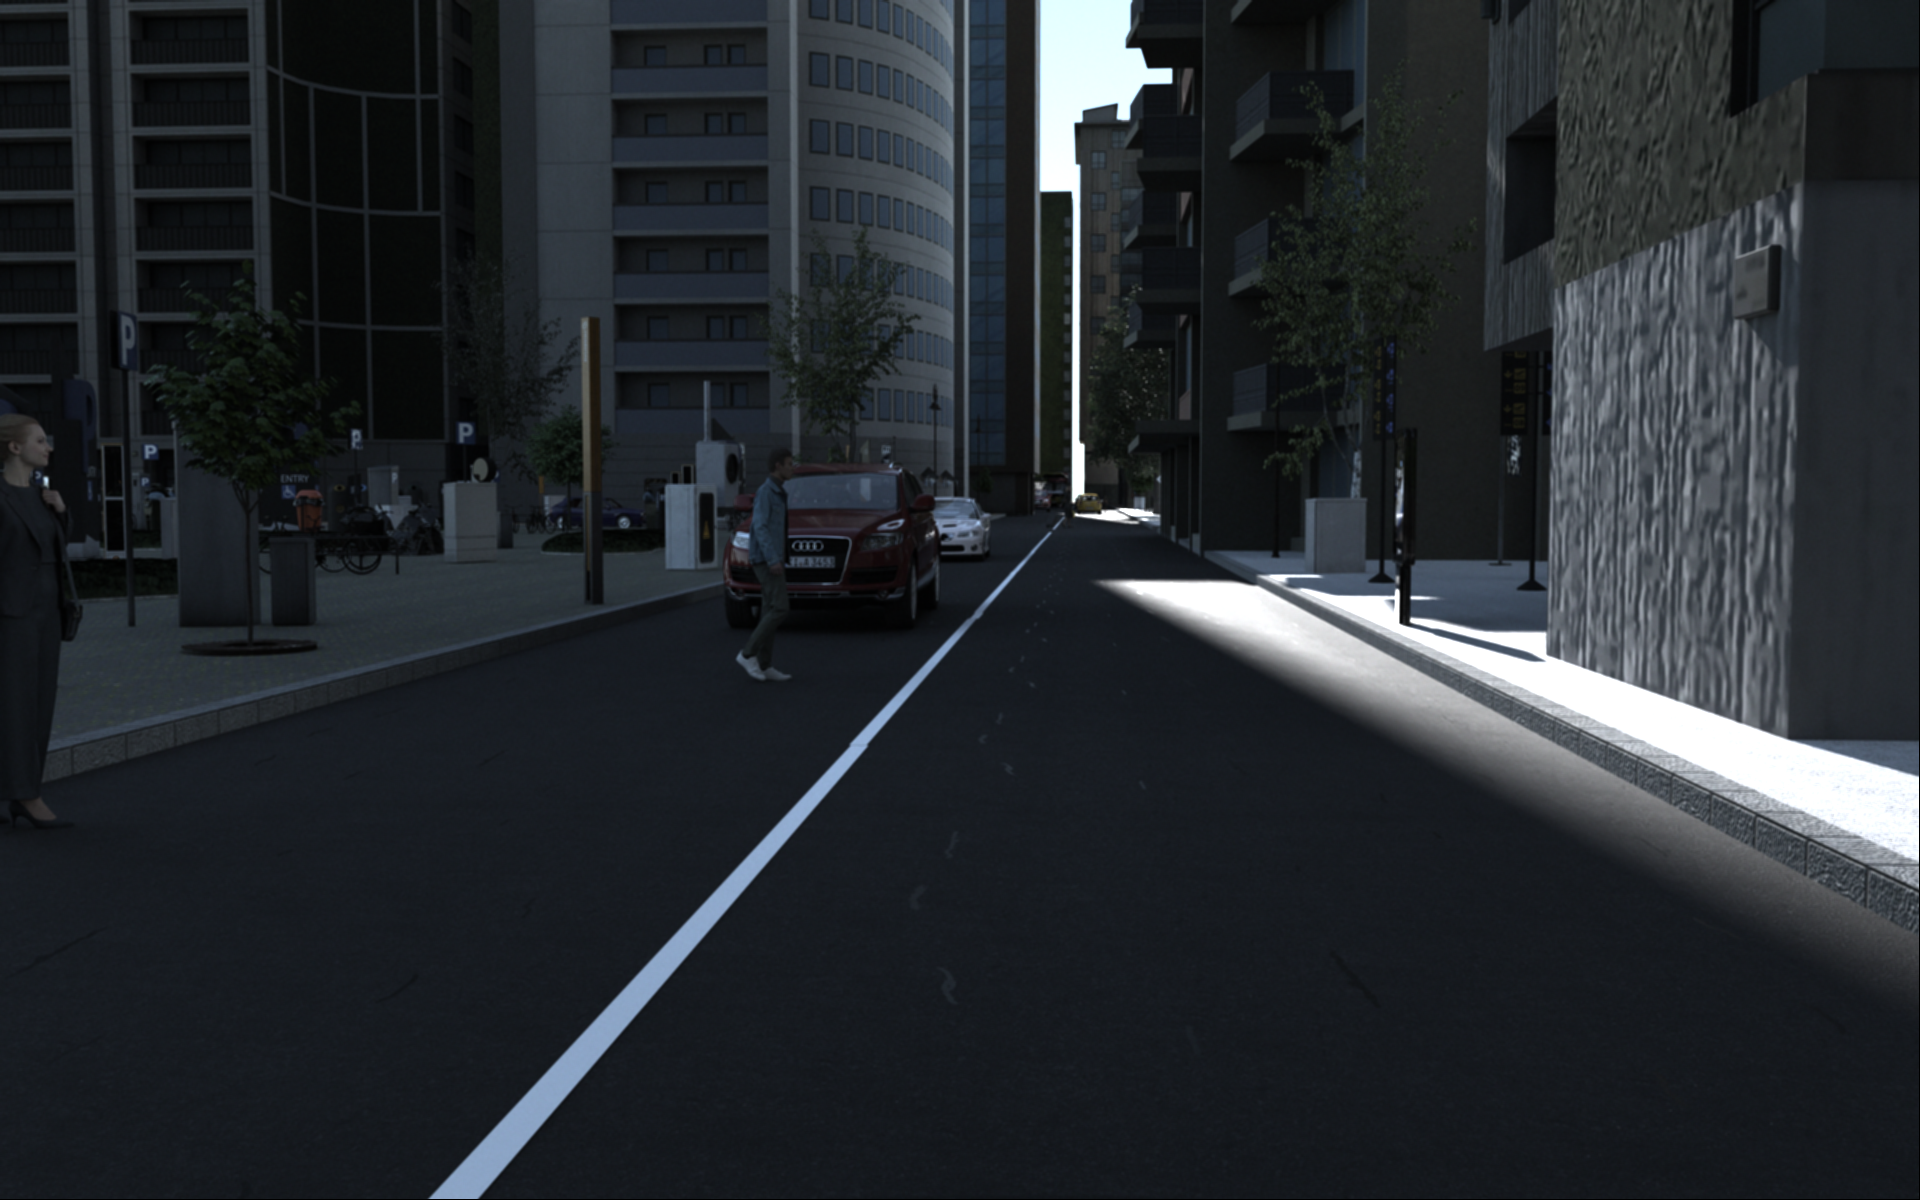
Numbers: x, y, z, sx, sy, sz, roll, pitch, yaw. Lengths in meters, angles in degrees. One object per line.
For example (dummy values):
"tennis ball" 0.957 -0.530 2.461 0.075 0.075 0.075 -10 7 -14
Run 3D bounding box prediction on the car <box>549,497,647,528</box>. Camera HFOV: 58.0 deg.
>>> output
"car" -14.431 -3.490 69.641 3.894 1.354 1.945 0 4 6

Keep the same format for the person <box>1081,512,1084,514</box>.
"person" 9.001 -6.984 127.364 0.332 1.250 0.352 1 4 19

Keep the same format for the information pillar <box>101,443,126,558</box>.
"information pillar" -12.291 -1.269 25.232 0.304 2.012 0.304 -1 4 -17

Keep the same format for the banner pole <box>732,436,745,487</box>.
"banner pole" -9.475 -5.136 73.988 0.863 3.779 0.401 3 4 36

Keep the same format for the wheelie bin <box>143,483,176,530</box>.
"wheelie bin" -23.909 -2.672 51.596 0.980 1.594 0.693 3 5 43

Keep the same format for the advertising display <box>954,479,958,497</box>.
"advertising display" -0.189 -4.378 76.800 0.123 1.923 0.974 0 4 3

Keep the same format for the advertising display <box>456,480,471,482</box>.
"advertising display" -23.067 -4.615 80.661 0.974 1.923 0.123 2 4 31

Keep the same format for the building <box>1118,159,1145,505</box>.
"building" 26.649 -32.428 213.793 14.154 41.232 14.086 0 4 4

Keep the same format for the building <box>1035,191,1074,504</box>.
"building" 8.414 -33.797 236.171 14.086 41.232 14.154 0 4 4

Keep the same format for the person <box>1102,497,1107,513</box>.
"person" 10.868 -7.145 129.996 0.362 1.253 0.373 0 4 5

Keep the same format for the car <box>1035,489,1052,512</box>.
"car" 6.224 -7.948 138.628 2.281 1.827 5.304 0 4 2

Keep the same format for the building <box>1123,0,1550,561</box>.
"building" 15.629 -23.903 45.441 22.147 44.769 28.867 0 4 4

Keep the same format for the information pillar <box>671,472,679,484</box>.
"information pillar" -9.444 -3.258 57.757 0.304 2.012 0.304 0 4 6

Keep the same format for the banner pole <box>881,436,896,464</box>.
"banner pole" -3.031 -5.177 74.661 0.863 3.779 0.401 1 4 22

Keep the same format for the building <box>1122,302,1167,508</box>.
"building" 30.025 -19.762 168.144 27.650 21.520 28.899 0 4 4

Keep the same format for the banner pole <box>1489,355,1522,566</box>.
"banner pole" 9.921 -2.523 31.270 0.863 3.779 0.401 -3 5 -40

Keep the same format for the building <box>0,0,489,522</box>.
"building" -34.419 -39.439 83.076 20.611 71.187 20.563 0 4 4

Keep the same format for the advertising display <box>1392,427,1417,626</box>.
"advertising display" 4.405 -0.732 17.185 0.123 1.923 0.974 1 4 8

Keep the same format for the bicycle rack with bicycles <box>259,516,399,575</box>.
"bicycle rack with bicycles" -10.430 -0.884 27.831 2.925 0.926 2.852 -3 4 -36

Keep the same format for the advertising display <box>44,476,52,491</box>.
"advertising display" -33.153 -3.518 62.740 0.974 1.923 0.123 3 4 38

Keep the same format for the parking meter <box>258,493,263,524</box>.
"parking meter" -29.858 -4.174 73.957 0.255 1.863 0.399 3 5 44

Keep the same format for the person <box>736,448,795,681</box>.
"person" -1.478 -0.269 13.237 0.444 1.785 0.601 1 4 9

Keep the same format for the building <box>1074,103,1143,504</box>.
"building" 29.654 -39.882 241.305 27.495 52.752 28.713 0 4 4

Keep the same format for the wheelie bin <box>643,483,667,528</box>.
"wheelie bin" -8.744 -2.583 50.137 0.693 1.594 0.980 3 5 41

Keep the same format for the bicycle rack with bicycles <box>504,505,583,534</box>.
"bicycle rack with bicycles" -13.600 -2.657 56.830 2.852 0.926 2.925 -2 4 -28

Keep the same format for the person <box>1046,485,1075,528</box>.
"person" 4.319 -3.988 73.917 1.509 1.804 0.699 -2 4 -31

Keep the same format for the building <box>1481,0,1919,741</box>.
"building" 11.815 -14.846 14.440 14.160 30.474 14.107 0 4 4

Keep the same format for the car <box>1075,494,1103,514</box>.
"car" 9.266 -6.977 124.296 2.015 1.641 3.980 0 4 3

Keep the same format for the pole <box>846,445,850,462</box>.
"pole" -4.632 -4.791 72.173 0.158 3.312 0.155 0 3 0

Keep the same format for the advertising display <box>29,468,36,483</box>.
"advertising display" -17.009 -1.606 31.480 0.123 1.923 0.974 -1 4 -10

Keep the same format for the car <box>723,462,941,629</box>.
"car" -1.373 -0.705 20.200 2.281 1.827 5.304 0 4 4

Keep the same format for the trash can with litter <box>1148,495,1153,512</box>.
"trash can with litter" 14.696 -7.125 127.544 2.233 1.210 1.678 1 4 14

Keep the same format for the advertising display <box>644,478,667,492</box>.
"advertising display" -12.611 -4.074 71.830 0.974 1.923 0.123 -3 4 -37

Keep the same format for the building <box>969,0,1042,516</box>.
"building" -1.564 -28.662 118.729 14.600 45.320 14.200 0 4 4

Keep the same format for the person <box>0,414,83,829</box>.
"person" -4.079 0.093 7.406 0.534 1.772 0.576 -1 4 -12

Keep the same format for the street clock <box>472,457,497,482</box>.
"street clock" -9.422 -1.822 34.359 0.471 2.002 0.358 2 4 34

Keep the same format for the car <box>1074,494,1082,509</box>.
"car" 11.896 -9.554 165.990 2.009 1.686 4.222 0 4 4

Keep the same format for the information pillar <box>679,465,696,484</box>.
"information pillar" -6.768 -2.378 43.373 0.304 2.012 0.304 1 4 11

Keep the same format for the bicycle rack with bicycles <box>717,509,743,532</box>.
"bicycle rack with bicycles" -7.159 -2.792 59.034 2.852 0.926 2.925 -2 4 -35

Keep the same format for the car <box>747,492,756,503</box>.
"car" -6.816 -3.564 67.312 4.494 1.783 2.155 0 4 3

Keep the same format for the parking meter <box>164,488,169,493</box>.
"parking meter" -27.271 -3.113 59.312 0.372 1.533 0.369 0 3 0

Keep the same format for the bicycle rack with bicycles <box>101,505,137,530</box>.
"bicycle rack with bicycles" -28.895 -2.700 57.527 2.852 0.926 2.925 -3 4 -38

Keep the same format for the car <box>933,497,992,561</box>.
"car" -0.303 -1.598 38.484 2.083 1.381 4.827 0 4 3

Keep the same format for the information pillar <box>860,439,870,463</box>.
"information pillar" -3.997 -5.011 73.283 0.504 3.616 0.183 3 4 36

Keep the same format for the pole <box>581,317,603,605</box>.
"pole" -4.267 -1.605 20.092 0.158 3.312 0.155 0 3 0

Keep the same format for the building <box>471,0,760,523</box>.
"building" -10.939 -33.503 89.773 21.231 58.520 28.212 0 4 4

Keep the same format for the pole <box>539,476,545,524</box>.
"pole" -17.728 -4.864 73.369 0.158 3.312 0.155 0 3 0
